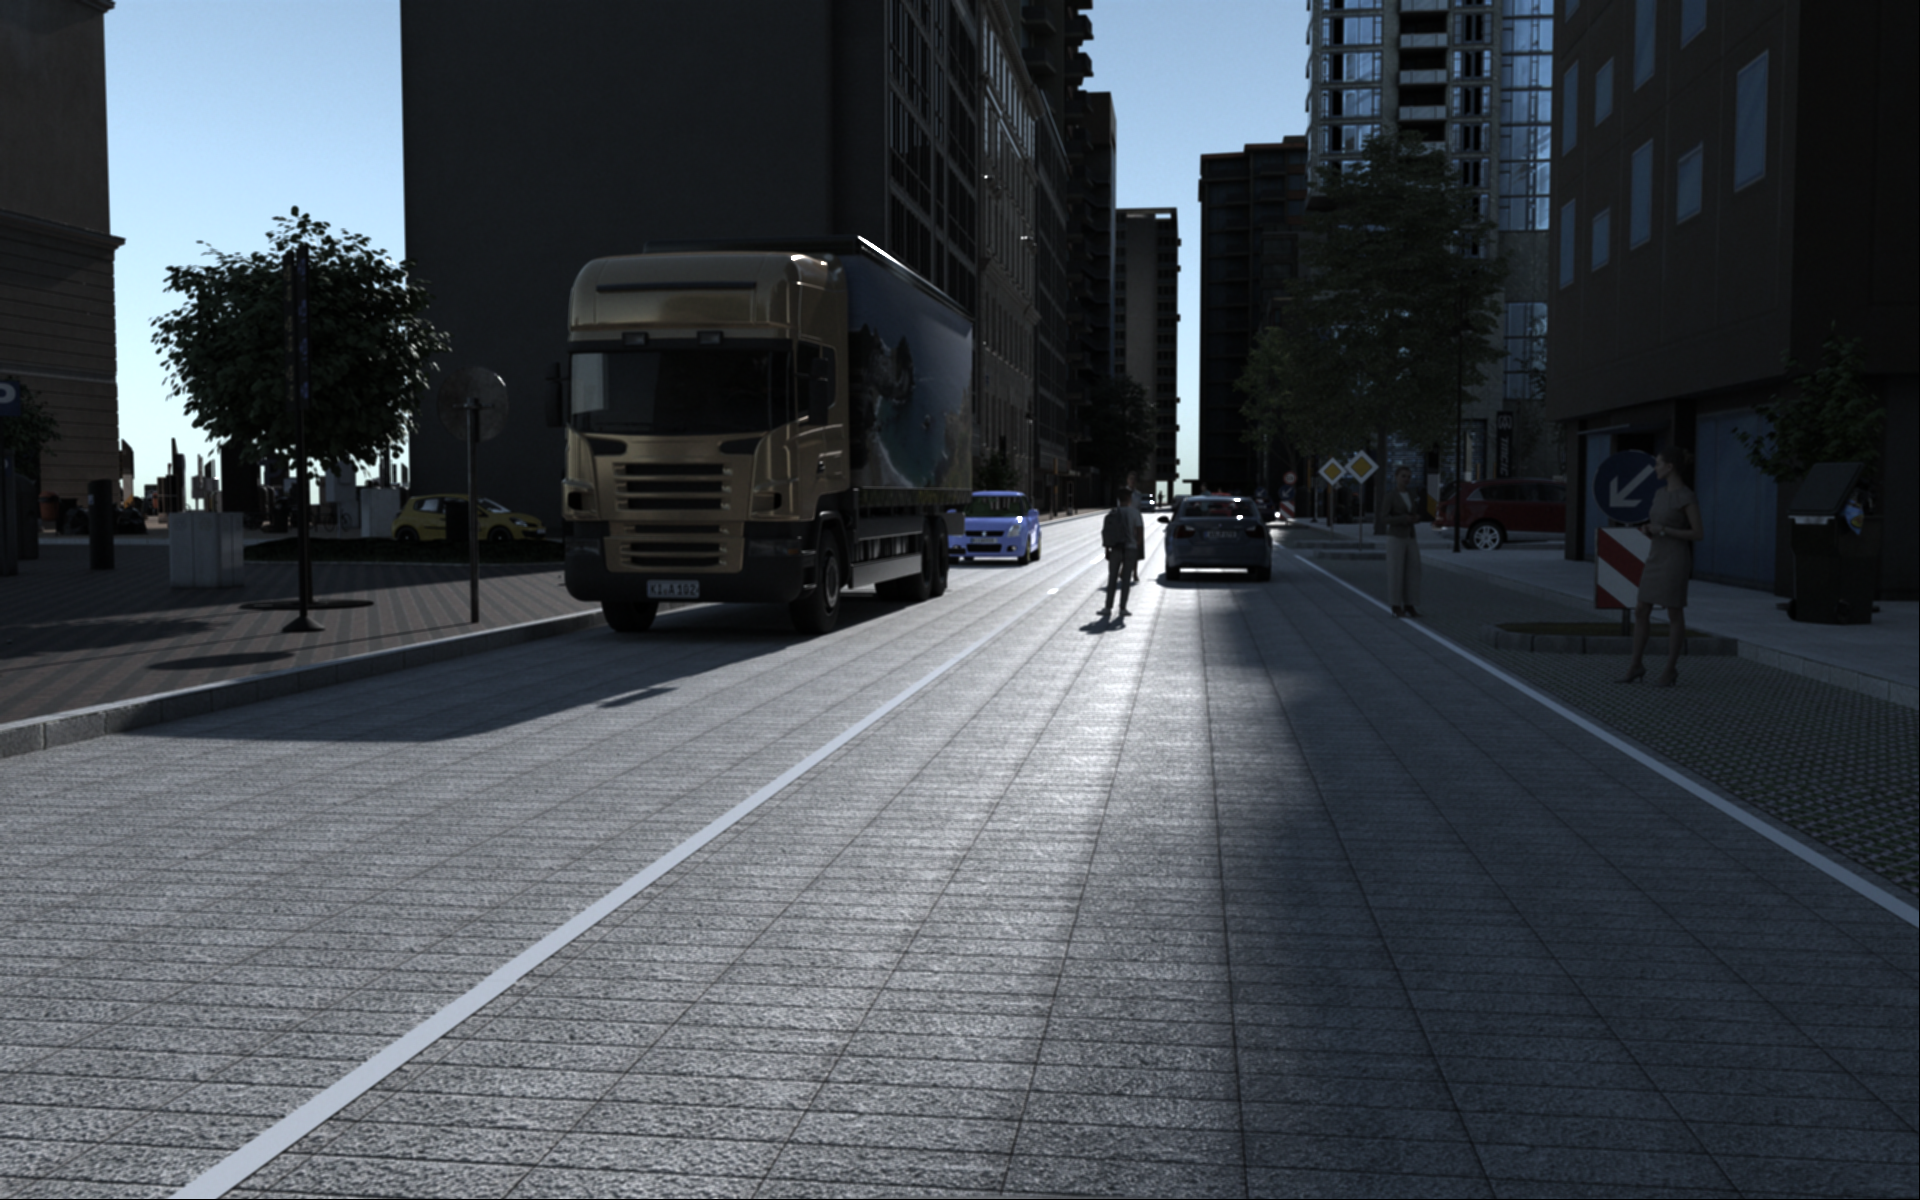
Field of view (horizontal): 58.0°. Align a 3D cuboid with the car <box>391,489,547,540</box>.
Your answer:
[{"bbox_3d":[-12.953,-2.177,45.822,3.980,1.641,2.015,1,4,9],"label":"car"}]

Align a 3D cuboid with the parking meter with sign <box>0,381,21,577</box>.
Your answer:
[{"bbox_3d":[-15.168,-1.904,27.393,0.543,3.016,1.738,-2,4,-31],"label":"parking meter with sign"}]

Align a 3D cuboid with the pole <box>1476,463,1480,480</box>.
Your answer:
[{"bbox_3d":[34.383,-7.413,115.051,0.158,3.312,0.155,0,3,0],"label":"pole"}]

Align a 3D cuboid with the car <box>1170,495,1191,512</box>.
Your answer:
[{"bbox_3d":[18.407,-7.998,143.126,2.083,1.381,4.827,0,4,8],"label":"car"}]

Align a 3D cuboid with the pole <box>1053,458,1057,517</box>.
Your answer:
[{"bbox_3d":[5.428,-6.400,98.482,0.158,3.312,0.155,0,3,0],"label":"pole"}]

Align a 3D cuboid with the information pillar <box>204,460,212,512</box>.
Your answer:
[{"bbox_3d":[-51.539,-7.797,118.835,0.504,3.616,0.183,0,4,-2],"label":"information pillar"}]

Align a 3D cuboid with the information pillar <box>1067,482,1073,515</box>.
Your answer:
[{"bbox_3d":[6.589,-6.091,104.080,0.304,2.012,0.304,-1,4,-13],"label":"information pillar"}]

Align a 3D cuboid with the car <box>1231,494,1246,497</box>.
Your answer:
[{"bbox_3d":[21.705,-7.688,135.489,2.009,1.686,4.222,0,4,8],"label":"car"}]

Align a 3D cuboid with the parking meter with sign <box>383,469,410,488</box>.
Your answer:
[{"bbox_3d":[-38.470,-7.434,117.802,1.738,3.016,0.543,1,4,18],"label":"parking meter with sign"}]

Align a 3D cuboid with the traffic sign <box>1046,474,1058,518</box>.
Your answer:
[{"bbox_3d":[4.696,-5.277,88.403,0.606,2.300,0.079,1,4,17],"label":"traffic sign"}]

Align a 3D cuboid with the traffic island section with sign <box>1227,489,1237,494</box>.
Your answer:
[{"bbox_3d":[27.107,-10.153,174.624,1.989,1.847,2.006,0,4,8],"label":"traffic island section with sign"}]

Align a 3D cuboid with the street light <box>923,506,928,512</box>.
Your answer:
[{"bbox_3d":[-0.978,-4.634,48.560,0.468,5.910,1.993,0,4,8],"label":"street light"}]

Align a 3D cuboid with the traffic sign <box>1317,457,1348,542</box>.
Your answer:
[{"bbox_3d":[10.024,-2.631,46.662,0.795,2.450,0.064,0,4,8],"label":"traffic sign"}]

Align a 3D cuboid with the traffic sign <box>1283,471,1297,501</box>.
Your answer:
[{"bbox_3d":[18.403,-5.902,96.596,0.768,2.556,0.104,1,4,12],"label":"traffic sign"}]

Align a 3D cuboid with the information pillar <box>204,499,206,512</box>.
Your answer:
[{"bbox_3d":[-52.361,-7.083,120.299,0.304,2.012,0.304,-2,4,-30],"label":"information pillar"}]

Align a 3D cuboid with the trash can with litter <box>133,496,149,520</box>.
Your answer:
[{"bbox_3d":[-40.433,-4.516,85.217,0.624,1.170,1.055,0,4,1],"label":"trash can with litter"}]

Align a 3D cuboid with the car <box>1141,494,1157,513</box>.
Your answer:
[{"bbox_3d":[14.096,-7.394,132.887,2.014,1.417,4.499,0,4,6],"label":"car"}]

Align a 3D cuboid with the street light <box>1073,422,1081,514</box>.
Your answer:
[{"bbox_3d":[7.512,-8.506,111.856,0.468,5.910,1.993,0,4,8],"label":"street light"}]

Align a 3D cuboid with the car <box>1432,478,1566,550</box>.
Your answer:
[{"bbox_3d":[14.180,-2.034,41.933,5.304,1.827,2.281,1,4,10],"label":"car"}]

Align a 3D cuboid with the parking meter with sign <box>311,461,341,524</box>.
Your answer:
[{"bbox_3d":[-26.741,-4.719,73.415,1.738,3.016,0.543,1,4,21],"label":"parking meter with sign"}]

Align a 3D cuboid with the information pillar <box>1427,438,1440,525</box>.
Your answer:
[{"bbox_3d":[19.505,-4.889,71.295,0.504,3.616,0.183,2,4,33],"label":"information pillar"}]

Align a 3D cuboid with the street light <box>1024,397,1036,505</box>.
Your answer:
[{"bbox_3d":[3.265,-6.614,80.934,0.468,5.910,1.993,0,4,8],"label":"street light"}]

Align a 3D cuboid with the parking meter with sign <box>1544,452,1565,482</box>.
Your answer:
[{"bbox_3d":[24.531,-4.609,71.619,1.738,3.016,0.543,-2,4,-28],"label":"parking meter with sign"}]

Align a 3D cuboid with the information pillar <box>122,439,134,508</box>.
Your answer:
[{"bbox_3d":[-35.314,-5.023,73.475,0.504,3.616,0.183,1,4,19],"label":"information pillar"}]

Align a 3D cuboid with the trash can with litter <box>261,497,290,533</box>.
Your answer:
[{"bbox_3d":[-22.601,-2.794,57.064,1.055,1.170,0.624,2,4,25],"label":"trash can with litter"}]

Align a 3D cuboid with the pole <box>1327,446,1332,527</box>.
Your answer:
[{"bbox_3d":[14.592,-4.552,68.266,0.158,3.312,0.155,0,3,0],"label":"pole"}]

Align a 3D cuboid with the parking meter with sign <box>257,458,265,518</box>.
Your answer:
[{"bbox_3d":[-30.232,-4.715,73.358,1.738,3.016,0.543,2,4,27],"label":"parking meter with sign"}]

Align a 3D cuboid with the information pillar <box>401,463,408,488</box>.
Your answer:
[{"bbox_3d":[-41.391,-8.425,129.107,0.504,3.616,0.183,1,4,9],"label":"information pillar"}]

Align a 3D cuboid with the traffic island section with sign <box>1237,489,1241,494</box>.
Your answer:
[{"bbox_3d":[16.941,-5.490,98.384,1.989,1.847,2.006,0,4,8],"label":"traffic island section with sign"}]

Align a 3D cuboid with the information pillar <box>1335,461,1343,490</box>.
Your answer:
[{"bbox_3d":[25.327,-7.615,115.861,0.504,3.616,0.183,3,4,36],"label":"information pillar"}]

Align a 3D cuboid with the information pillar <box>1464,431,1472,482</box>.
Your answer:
[{"bbox_3d":[18.942,-4.483,64.656,0.183,3.616,0.504,3,5,44],"label":"information pillar"}]

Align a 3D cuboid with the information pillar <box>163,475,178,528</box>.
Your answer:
[{"bbox_3d":[-29.984,-3.757,65.925,0.304,2.012,0.304,3,4,38],"label":"information pillar"}]

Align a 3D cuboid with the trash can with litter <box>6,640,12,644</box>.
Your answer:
[{"bbox_3d":[-9.224,-0.255,15.228,1.678,1.210,2.233,-2,4,-24],"label":"trash can with litter"}]

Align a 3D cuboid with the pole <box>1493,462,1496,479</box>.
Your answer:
[{"bbox_3d":[34.292,-7.170,111.079,0.158,3.312,0.155,0,3,0],"label":"pole"}]

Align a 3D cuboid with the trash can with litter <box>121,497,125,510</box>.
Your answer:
[{"bbox_3d":[-34.672,-3.627,70.691,1.055,1.170,0.624,-1,4,-19],"label":"trash can with litter"}]

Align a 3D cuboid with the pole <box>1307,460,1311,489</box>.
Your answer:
[{"bbox_3d":[20.697,-6.657,102.681,0.158,3.312,0.155,0,3,0],"label":"pole"}]

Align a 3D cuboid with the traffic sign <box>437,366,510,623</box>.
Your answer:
[{"bbox_3d":[-4.840,-1.046,17.209,0.768,2.556,0.104,1,4,9],"label":"traffic sign"}]

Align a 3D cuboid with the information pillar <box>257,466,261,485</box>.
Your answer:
[{"bbox_3d":[-36.459,-6.031,89.964,0.183,3.616,0.504,0,4,5],"label":"information pillar"}]

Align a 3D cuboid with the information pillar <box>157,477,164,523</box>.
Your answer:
[{"bbox_3d":[-34.901,-4.363,75.825,0.304,2.012,0.304,1,4,11],"label":"information pillar"}]

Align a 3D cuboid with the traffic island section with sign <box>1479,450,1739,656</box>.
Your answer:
[{"bbox_3d":[5.998,-0.469,16.292,1.989,1.847,2.006,0,4,8],"label":"traffic island section with sign"}]

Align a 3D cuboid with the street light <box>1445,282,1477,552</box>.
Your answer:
[{"bbox_3d":[10.947,-3.988,37.990,0.468,5.910,1.993,0,4,8],"label":"street light"}]

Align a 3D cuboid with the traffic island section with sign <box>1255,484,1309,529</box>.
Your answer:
[{"bbox_3d":[13.379,-3.855,71.664,1.989,1.847,2.006,0,4,8],"label":"traffic island section with sign"}]

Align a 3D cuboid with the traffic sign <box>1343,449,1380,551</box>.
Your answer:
[{"bbox_3d":[8.969,-2.147,38.747,0.795,2.450,0.064,0,4,8],"label":"traffic sign"}]
